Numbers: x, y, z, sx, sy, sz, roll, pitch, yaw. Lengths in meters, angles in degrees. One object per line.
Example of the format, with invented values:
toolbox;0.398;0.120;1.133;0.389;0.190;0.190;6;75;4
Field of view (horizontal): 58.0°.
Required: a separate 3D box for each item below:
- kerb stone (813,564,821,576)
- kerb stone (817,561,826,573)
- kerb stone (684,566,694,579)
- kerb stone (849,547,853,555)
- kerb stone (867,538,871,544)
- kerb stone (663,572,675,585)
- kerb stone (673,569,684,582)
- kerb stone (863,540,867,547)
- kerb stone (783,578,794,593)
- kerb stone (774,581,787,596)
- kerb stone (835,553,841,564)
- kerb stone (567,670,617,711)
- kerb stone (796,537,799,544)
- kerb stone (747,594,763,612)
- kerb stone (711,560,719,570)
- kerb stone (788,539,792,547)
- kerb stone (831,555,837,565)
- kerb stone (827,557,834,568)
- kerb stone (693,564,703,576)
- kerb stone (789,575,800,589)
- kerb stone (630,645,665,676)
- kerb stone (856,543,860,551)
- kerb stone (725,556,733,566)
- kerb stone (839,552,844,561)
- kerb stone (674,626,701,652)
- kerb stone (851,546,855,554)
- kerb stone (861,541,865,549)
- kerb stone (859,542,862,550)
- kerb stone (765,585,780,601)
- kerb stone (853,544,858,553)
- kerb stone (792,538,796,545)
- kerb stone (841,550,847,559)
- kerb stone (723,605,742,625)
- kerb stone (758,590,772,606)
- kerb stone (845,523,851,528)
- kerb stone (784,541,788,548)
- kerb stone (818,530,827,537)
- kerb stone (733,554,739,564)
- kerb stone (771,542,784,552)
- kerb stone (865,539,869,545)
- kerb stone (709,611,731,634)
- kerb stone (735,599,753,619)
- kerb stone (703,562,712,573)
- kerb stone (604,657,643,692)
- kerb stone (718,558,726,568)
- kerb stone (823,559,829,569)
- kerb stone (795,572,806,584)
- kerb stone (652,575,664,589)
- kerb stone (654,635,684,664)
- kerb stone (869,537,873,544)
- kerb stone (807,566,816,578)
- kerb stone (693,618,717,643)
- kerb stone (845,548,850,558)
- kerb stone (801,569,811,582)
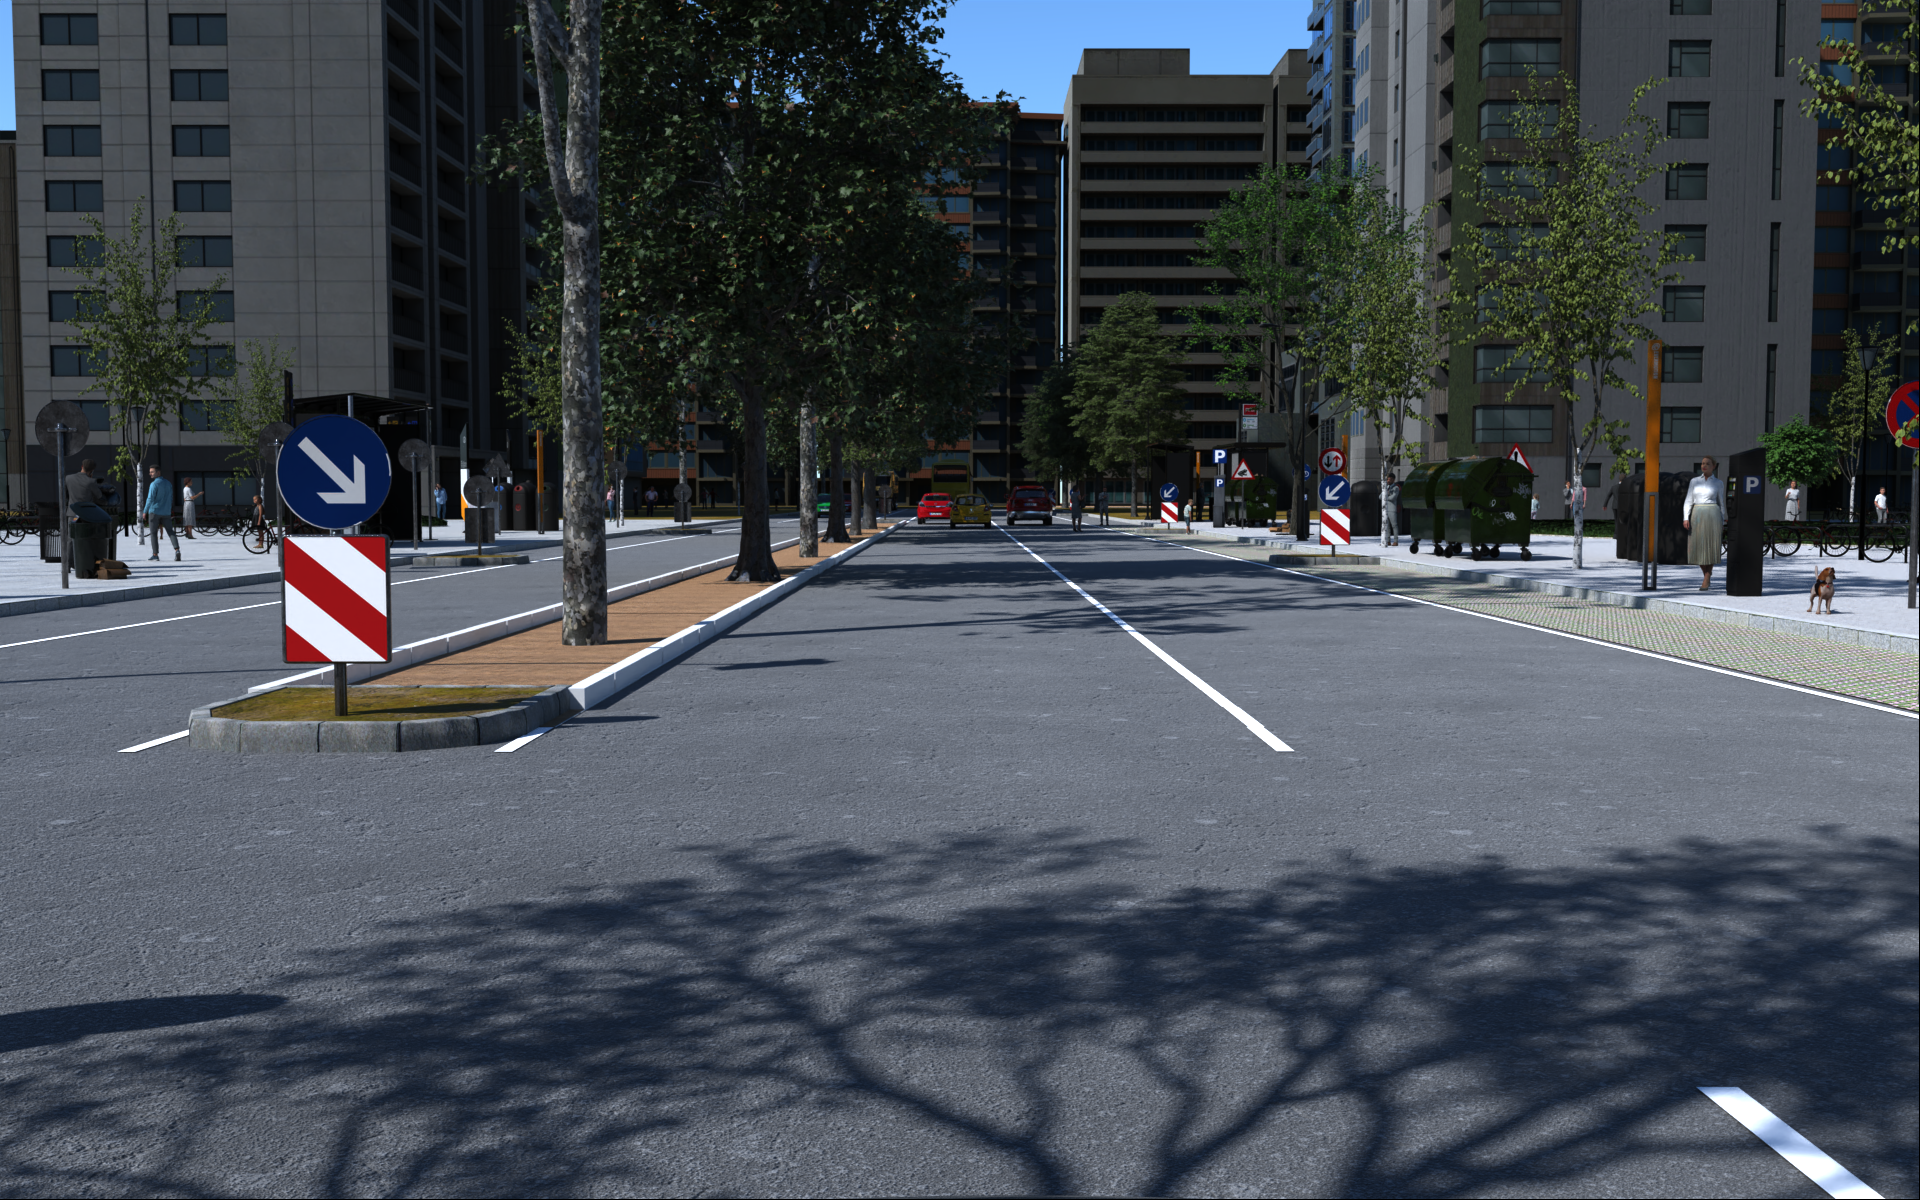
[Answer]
kerb stone;-2.584;-0.497;30.373;0.120;0.150;1.000;0;3;0
kerb stone;-2.577;-0.563;31.396;0.120;0.150;1.000;0;3;0
kerb stone;-4.678;-0.435;29.335;0.120;0.150;1.000;0;3;0
kerb stone;-2.599;-1.064;39.596;0.120;0.150;1.000;0;3;0
kerb stone;-2.619;-1.565;47.790;0.120;0.150;1.000;0;3;0
kerb stone;-4.669;-0.311;27.288;0.120;0.150;1.000;0;3;0
kerb stone;-4.685;-0.374;28.312;0.120;0.150;1.000;0;3;0
kerb stone;-2.605;-1.440;45.742;0.120;0.150;1.000;0;3;0
kerb stone;-2.568;-0.188;25.262;0.120;0.150;1.000;0;3;0
kerb stone;-2.571;-0.125;24.239;0.120;0.150;1.000;0;3;0
kerb stone;-2.583;-0.814;35.500;0.120;0.150;1.000;0;3;0
kerb stone;-2.539;0.628;11.933;0.120;0.150;1.000;0;3;0
kerb stone;-4.714;-1.627;48.814;0.120;0.150;1.000;0;3;0
kerb stone;-2.560;0.063;21.167;0.120;0.150;1.000;0;3;0
kerb stone;-4.689;-0.620;32.419;0.120;0.150;1.000;0;3;0
kerb stone;-4.710;-1.502;46.760;0.120;0.150;1.000;0;3;0
kerb stone;-2.593;-0.751;34.478;0.120;0.150;1.000;0;3;0
kerb stone;-2.584;-0.688;33.448;0.120;0.150;1.000;0;3;0
kerb stone;-4.689;-0.499;30.357;0.120;0.150;1.000;0;3;0
kerb stone;-2.569;-0.250;26.284;0.120;0.150;1.000;0;3;0
kerb stone;-2.548;0.502;13.986;0.120;0.150;1.000;0;3;0
kerb stone;-2.608;-1.250;42.665;0.120;0.150;1.000;0;3;0
kerb stone;-4.685;-0.751;34.467;0.120;0.150;1.000;0;3;0
kerb stone;-2.599;-0.876;36.522;0.120;0.150;1.000;0;3;0
kerb stone;-2.553;0.378;16.040;0.120;0.150;1.000;0;3;0
kerb stone;-2.601;-1.127;40.619;0.120;0.150;1.000;0;3;0
kerb stone;-2.607;-1.375;44.710;0.120;0.150;1.000;0;3;0
kerb stone;-2.611;-1.314;43.687;0.120;0.150;1.000;0;3;0
kerb stone;-2.562;-0.062;23.217;0.120;0.150;1.000;0;3;0
kerb stone;-2.602;-1.189;41.641;0.120;0.150;1.000;0;3;0
kerb stone;-4.713;-1.562;47.792;0.120;0.150;1.000;0;3;0
kerb stone;-2.590;-0.935;37.548;0.120;0.150;1.000;0;3;0
kerb stone;-2.554;0.188;19.116;0.120;0.150;1.000;0;3;0
kerb stone;-2.557;0.004;22.189;0.120;0.150;1.000;0;3;0
kerb stone;-4.767;-3.189;74.424;0.120;0.150;1.000;0;3;0
kerb stone;-4.710;-1.440;45.733;0.120;0.150;1.000;0;3;0
kerb stone;-4.745;-2.317;60.086;0.120;0.150;1.000;0;3;0
kerb stone;-4.688;-0.813;35.490;0.120;0.150;1.000;0;3;0
kerb stone;-4.706;-1.377;44.711;0.120;0.150;1.000;0;3;0
kerb stone;-2.612;-1.503;46.768;0.120;0.150;1.000;0;3;0
kerb stone;-2.547;0.251;18.091;0.120;0.150;1.000;0;3;0
kerb stone;-2.552;0.126;20.138;0.120;0.150;1.000;0;3;0
kerb stone;-4.680;-0.562;31.388;0.120;0.150;1.000;0;3;0
kerb stone;-2.541;0.565;12.963;0.120;0.150;1.000;0;3;0
kerb stone;-4.686;-0.688;33.442;0.120;0.150;1.000;0;3;0
kerb stone;-2.591;-0.625;32.420;0.120;0.150;1.000;0;3;0
kerb stone;-2.574;-0.309;27.307;0.120;0.150;1.000;0;3;0
kerb stone;-4.669;-0.249;26.266;0.120;0.150;1.000;0;3;0
kerb stone;-2.550;0.440;15.008;0.120;0.150;1.000;0;3;0
kerb stone;-2.621;-1.628;48.812;0.120;0.150;1.000;0;3;0
kerb stone;-2.586;-0.437;29.351;0.120;0.150;1.000;0;3;0
kerb stone;-2.549;0.314;17.066;0.120;0.150;1.000;0;3;0
kerb stone;-2.593;-1.002;38.570;0.120;0.150;1.000;0;3;0
kerb stone;-2.575;-0.375;28.329;0.120;0.150;1.000;0;3;0
